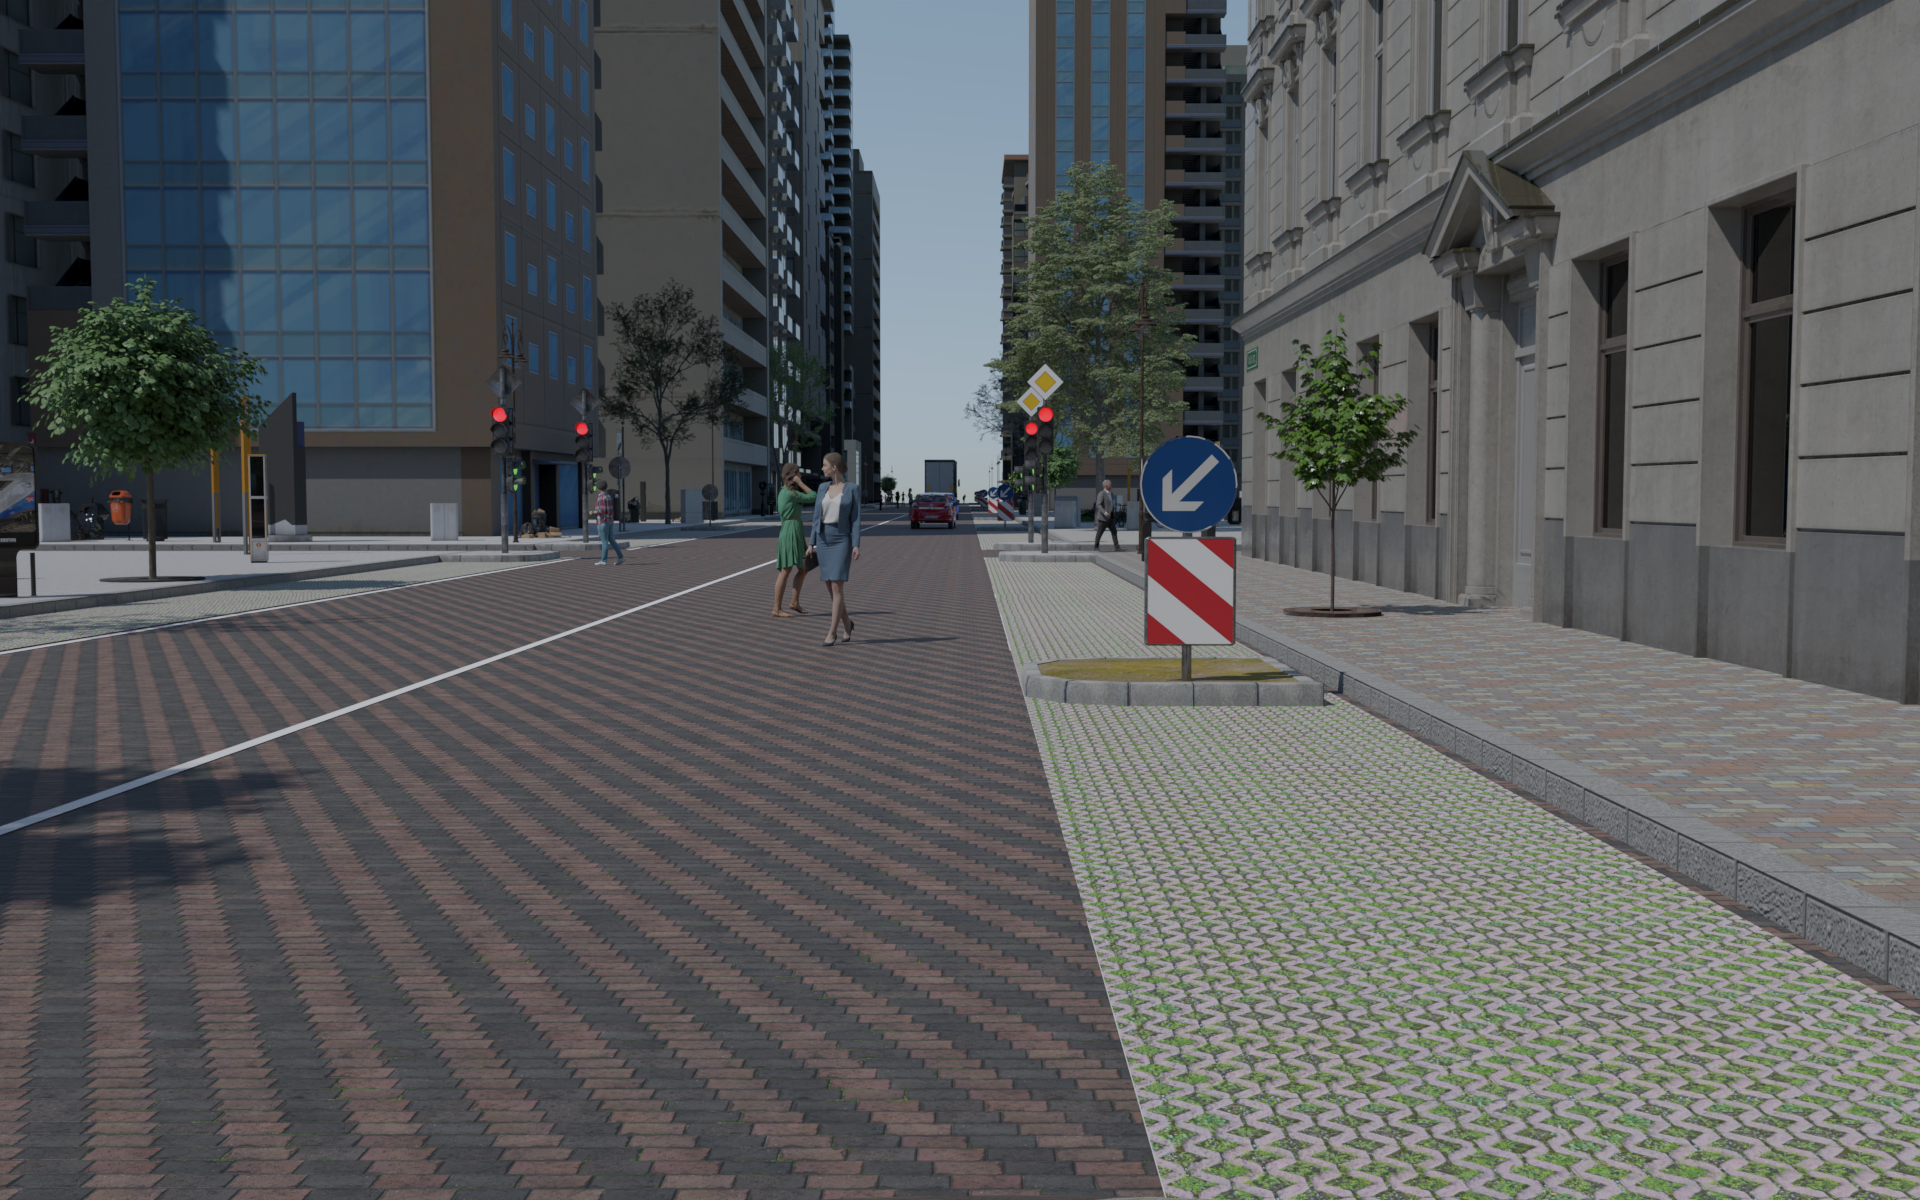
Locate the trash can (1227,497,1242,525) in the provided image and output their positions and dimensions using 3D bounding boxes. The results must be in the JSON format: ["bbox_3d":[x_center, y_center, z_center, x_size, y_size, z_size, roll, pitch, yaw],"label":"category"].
[{"bbox_3d":[11.572,-3.749,72.945,0.748,1.137,0.748,0,3,0],"label":"trash can"}]

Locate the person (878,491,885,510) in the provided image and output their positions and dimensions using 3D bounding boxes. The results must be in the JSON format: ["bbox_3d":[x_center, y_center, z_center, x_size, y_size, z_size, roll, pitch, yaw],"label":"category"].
[{"bbox_3d":[-6.977,-8.863,154.087,0.721,1.739,1.217,-2,4,-31],"label":"person"}]

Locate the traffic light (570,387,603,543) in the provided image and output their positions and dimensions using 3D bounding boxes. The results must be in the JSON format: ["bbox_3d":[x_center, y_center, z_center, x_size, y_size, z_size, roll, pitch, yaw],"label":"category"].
[{"bbox_3d":[-9.816,-3.455,45.414,0.839,4.253,0.868,0,4,0],"label":"traffic light"}]

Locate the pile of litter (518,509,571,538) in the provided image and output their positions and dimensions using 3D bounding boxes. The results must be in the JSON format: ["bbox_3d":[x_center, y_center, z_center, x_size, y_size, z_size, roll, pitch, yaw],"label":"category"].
[{"bbox_3d":[-12.197,-2.251,50.762,1.719,0.858,1.176,-2,4,-23],"label":"pile of litter"}]

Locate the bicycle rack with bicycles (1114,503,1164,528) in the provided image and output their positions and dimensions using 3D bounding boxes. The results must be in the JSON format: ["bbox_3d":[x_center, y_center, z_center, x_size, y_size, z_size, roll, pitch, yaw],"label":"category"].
[{"bbox_3d":[6.730,-3.225,66.106,2.852,0.926,2.925,3,5,45],"label":"bicycle rack with bicycles"}]

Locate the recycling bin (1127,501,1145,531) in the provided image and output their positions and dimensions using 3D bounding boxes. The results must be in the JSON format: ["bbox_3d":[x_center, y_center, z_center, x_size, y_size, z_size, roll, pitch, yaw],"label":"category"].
[{"bbox_3d":[6.282,-2.976,61.210,0.722,1.027,0.722,1,4,10],"label":"recycling bin"}]

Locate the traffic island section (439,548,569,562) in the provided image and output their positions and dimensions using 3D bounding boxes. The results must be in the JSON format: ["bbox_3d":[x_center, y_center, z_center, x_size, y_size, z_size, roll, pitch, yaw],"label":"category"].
[{"bbox_3d":[-9.883,-0.935,37.564,2.009,0.180,2.903,0,4,0],"label":"traffic island section"}]

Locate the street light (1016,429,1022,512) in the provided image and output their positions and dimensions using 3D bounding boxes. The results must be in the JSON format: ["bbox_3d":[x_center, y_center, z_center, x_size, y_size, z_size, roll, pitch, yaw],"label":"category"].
[{"bbox_3d":[4.221,-9.184,122.951,0.468,5.910,1.993,0,4,0],"label":"street light"}]

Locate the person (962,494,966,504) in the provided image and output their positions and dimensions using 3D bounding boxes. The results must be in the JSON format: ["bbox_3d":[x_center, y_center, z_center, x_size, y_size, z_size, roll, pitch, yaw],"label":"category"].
[{"bbox_3d":[0.618,-14.405,247.249,0.421,1.427,0.697,-2,4,-28],"label":"person"}]

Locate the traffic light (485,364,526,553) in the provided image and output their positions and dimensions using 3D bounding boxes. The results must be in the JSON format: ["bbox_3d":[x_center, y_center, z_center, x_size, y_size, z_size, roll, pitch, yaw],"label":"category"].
[{"bbox_3d":[-9.843,-2.967,37.429,0.839,4.253,0.868,0,4,0],"label":"traffic light"}]

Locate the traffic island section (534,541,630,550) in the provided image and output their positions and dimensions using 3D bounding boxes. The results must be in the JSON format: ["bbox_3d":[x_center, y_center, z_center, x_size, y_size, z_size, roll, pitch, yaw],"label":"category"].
[{"bbox_3d":[-9.856,-1.423,45.549,2.009,0.180,2.903,0,4,0],"label":"traffic island section"}]

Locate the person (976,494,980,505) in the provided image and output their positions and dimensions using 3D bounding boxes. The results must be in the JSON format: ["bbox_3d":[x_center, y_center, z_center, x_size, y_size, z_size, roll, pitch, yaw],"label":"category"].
[{"bbox_3d":[2.494,-13.181,224.561,0.990,1.755,0.434,2,4,29],"label":"person"}]

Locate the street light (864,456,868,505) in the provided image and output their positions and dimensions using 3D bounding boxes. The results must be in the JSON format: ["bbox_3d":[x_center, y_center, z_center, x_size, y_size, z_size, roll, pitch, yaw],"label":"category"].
[{"bbox_3d":[-11.173,-14.266,206.038,0.468,5.910,1.993,0,4,0],"label":"street light"}]

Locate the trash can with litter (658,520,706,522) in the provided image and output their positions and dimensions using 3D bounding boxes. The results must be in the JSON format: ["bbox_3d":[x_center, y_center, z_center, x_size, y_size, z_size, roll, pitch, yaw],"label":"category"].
[{"bbox_3d":[-12.775,-4.207,79.847,2.233,1.210,1.678,1,4,10],"label":"trash can with litter"}]

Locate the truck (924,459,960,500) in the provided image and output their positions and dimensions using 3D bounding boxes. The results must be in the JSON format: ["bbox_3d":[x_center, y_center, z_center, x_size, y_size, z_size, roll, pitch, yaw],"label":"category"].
[{"bbox_3d":[-1.526,-9.603,145.915,2.839,4.237,11.283,0,4,1],"label":"truck"}]

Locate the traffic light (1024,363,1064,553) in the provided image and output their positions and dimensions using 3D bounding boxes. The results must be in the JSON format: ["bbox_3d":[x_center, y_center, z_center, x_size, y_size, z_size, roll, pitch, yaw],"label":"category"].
[{"bbox_3d":[1.818,-2.965,37.405,0.839,4.253,0.868,0,4,0],"label":"traffic light"}]

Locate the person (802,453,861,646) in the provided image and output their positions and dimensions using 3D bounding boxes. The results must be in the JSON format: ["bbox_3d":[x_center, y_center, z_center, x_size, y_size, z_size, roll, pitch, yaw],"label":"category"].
[{"bbox_3d":[-1.148,-0.489,16.513,0.581,1.822,0.654,3,4,38],"label":"person"}]

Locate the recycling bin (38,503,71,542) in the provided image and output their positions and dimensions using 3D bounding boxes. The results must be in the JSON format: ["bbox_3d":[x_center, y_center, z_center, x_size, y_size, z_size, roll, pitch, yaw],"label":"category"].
[{"bbox_3d":[-24.337,-2.073,46.440,0.722,1.027,0.722,-3,5,-40],"label":"recycling bin"}]

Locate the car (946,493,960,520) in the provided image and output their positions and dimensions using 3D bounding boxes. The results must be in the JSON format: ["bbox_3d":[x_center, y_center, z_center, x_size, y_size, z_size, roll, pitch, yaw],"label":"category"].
[{"bbox_3d":[-0.952,-5.438,98.508,1.945,1.707,3.694,0,4,-2],"label":"car"}]

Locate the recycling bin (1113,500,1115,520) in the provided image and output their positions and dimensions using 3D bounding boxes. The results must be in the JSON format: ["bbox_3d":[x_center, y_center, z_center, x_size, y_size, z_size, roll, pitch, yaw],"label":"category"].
[{"bbox_3d":[6.306,-3.809,74.826,0.722,1.027,0.722,0,4,7],"label":"recycling bin"}]

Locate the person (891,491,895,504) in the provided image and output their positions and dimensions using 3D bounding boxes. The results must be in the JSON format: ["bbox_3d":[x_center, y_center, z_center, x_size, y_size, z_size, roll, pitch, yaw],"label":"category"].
[{"bbox_3d":[-9.189,-13.715,232.748,1.348,1.824,0.705,0,4,6],"label":"person"}]

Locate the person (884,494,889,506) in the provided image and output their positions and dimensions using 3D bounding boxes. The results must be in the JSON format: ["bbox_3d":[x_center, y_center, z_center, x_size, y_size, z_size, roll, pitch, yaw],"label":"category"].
[{"bbox_3d":[-8.828,-11.906,206.389,0.991,1.433,0.599,-3,4,-38],"label":"person"}]

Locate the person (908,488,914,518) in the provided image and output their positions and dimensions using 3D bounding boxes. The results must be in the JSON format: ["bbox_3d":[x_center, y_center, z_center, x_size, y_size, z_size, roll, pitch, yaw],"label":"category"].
[{"bbox_3d":[-2.793,-5.657,101.272,0.573,1.790,0.520,-2,4,-27],"label":"person"}]

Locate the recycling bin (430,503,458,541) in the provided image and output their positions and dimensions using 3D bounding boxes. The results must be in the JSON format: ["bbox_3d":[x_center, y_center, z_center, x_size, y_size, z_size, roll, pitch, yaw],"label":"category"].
[{"bbox_3d":[-14.235,-2.156,47.804,0.722,1.027,0.722,-1,4,-17],"label":"recycling bin"}]

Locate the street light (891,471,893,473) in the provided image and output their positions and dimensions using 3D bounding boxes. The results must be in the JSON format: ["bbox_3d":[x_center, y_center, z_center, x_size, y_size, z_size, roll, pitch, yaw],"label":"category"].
[{"bbox_3d":[-10.990,-18.783,279.885,0.468,5.910,1.993,0,4,0],"label":"street light"}]

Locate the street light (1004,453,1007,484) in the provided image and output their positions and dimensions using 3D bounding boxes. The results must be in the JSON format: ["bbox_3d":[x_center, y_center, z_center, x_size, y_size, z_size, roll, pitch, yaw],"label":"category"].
[{"bbox_3d":[4.238,-11.437,159.780,0.468,5.910,1.993,0,4,0],"label":"street light"}]

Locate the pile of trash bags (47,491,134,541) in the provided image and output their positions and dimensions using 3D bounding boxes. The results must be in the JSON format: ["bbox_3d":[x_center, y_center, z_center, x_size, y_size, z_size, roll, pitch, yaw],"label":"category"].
[{"bbox_3d":[-24.358,-2.341,48.028,3.447,1.369,1.912,1,4,18],"label":"pile of trash bags"}]

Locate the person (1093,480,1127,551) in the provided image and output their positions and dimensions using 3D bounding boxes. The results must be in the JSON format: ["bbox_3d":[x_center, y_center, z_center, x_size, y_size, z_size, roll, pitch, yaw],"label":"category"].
[{"bbox_3d":[3.653,-2.047,42.361,0.834,1.777,0.661,2,4,30],"label":"person"}]

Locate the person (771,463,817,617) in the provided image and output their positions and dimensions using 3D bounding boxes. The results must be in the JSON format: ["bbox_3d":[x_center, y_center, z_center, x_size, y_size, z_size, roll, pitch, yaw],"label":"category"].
[{"bbox_3d":[-1.987,-0.704,20.252,0.529,1.795,0.600,-2,4,-32],"label":"person"}]

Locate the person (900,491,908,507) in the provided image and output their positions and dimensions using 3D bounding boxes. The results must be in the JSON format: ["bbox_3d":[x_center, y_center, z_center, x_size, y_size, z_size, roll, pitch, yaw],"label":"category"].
[{"bbox_3d":[-6.466,-11.441,196.283,1.217,1.735,0.721,-1,4,-19],"label":"person"}]

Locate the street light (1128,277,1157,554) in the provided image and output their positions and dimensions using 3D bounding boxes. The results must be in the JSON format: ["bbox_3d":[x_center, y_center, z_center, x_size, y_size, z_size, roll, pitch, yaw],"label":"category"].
[{"bbox_3d":[3.884,-3.926,36.980,0.468,5.910,1.993,0,4,0],"label":"street light"}]

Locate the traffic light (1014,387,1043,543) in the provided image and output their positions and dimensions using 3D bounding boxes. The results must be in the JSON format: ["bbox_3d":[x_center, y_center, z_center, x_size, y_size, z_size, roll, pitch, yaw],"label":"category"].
[{"bbox_3d":[1.846,-3.454,45.390,0.839,4.253,0.868,0,4,0],"label":"traffic light"}]

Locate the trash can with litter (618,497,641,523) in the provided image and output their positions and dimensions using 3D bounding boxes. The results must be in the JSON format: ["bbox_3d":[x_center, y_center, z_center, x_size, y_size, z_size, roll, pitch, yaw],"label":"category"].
[{"bbox_3d":[-14.630,-3.989,76.601,1.055,1.170,0.624,2,4,24],"label":"trash can with litter"}]

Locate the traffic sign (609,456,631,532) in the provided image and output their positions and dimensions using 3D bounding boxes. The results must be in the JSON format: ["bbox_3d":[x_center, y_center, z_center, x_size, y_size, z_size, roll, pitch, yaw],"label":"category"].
[{"bbox_3d":[-11.502,-3.574,58.545,0.768,2.556,0.104,0,4,4],"label":"traffic sign"}]

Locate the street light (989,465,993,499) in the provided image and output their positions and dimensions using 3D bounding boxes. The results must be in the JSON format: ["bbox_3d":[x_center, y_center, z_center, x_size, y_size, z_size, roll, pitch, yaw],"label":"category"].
[{"bbox_3d":[4.762,-18.749,279.327,0.468,5.910,1.993,0,4,0],"label":"street light"}]

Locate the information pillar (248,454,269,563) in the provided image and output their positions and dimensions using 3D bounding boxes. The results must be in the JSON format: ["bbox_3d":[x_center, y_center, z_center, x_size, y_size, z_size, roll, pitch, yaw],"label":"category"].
[{"bbox_3d":[-13.068,-1.698,32.262,0.304,2.012,0.304,-1,4,-17],"label":"information pillar"}]

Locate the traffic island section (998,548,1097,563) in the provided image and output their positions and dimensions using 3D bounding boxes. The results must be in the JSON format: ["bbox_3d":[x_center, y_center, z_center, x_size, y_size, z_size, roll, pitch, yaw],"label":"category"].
[{"bbox_3d":[1.858,-0.932,37.518,2.009,0.180,2.903,0,4,0],"label":"traffic island section"}]

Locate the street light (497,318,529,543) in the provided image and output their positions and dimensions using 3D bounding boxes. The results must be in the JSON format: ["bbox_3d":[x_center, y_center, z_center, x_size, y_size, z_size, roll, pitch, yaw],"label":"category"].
[{"bbox_3d":[-11.756,-4.457,45.665,0.468,5.910,1.993,0,4,0],"label":"street light"}]

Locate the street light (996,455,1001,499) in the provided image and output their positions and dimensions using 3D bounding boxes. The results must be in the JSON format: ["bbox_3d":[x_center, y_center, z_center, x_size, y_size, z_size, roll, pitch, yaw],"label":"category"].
[{"bbox_3d":[4.462,-14.239,205.590,0.468,5.910,1.993,0,4,0],"label":"street light"}]

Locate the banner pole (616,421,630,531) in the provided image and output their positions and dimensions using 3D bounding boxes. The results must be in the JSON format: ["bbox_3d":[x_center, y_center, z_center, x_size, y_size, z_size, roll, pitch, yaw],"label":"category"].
[{"bbox_3d":[-11.583,-4.231,59.201,0.401,3.779,0.863,1,4,9],"label":"banner pole"}]

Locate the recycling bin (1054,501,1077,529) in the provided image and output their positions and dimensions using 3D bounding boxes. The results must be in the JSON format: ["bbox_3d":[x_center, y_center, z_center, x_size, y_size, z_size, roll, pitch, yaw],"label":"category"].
[{"bbox_3d":[3.935,-3.185,64.625,0.722,1.027,0.722,1,4,14],"label":"recycling bin"}]

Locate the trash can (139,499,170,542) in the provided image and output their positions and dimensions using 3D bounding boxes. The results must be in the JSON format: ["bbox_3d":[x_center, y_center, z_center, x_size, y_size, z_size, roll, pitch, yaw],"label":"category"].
[{"bbox_3d":[-21.802,-2.156,46.905,0.748,1.137,0.748,0,3,0],"label":"trash can"}]

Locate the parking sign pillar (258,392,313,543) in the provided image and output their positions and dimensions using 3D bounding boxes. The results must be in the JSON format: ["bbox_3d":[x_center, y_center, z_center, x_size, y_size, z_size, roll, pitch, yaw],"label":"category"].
[{"bbox_3d":[-18.168,-3.546,46.447,1.447,3.967,1.447,2,4,27],"label":"parking sign pillar"}]

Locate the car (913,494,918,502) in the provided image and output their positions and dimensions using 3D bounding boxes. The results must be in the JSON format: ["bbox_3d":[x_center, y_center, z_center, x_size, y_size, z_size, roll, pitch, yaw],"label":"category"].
[{"bbox_3d":[-4.930,-12.987,221.126,1.959,1.807,4.718,0,4,2],"label":"car"}]

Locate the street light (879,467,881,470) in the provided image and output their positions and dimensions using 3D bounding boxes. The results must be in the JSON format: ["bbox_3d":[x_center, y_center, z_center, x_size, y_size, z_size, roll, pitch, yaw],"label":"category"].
[{"bbox_3d":[-11.219,-16.519,242.868,0.468,5.910,1.993,0,4,0],"label":"street light"}]

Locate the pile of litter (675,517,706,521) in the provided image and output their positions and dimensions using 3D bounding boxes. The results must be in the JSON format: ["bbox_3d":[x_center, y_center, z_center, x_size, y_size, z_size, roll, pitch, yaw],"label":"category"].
[{"bbox_3d":[-13.071,-4.278,83.905,1.176,0.858,1.719,-3,5,-39],"label":"pile of litter"}]

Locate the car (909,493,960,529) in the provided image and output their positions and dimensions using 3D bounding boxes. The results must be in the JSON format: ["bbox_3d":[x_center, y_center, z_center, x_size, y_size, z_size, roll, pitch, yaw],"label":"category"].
[{"bbox_3d":[-1.099,-3.897,72.754,2.155,1.783,4.494,0,4,2],"label":"car"}]

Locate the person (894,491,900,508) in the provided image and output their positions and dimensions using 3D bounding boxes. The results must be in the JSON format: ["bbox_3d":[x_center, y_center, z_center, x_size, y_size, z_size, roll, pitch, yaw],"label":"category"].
[{"bbox_3d":[-6.545,-10.454,179.936,0.721,1.766,1.217,-2,4,-32],"label":"person"}]

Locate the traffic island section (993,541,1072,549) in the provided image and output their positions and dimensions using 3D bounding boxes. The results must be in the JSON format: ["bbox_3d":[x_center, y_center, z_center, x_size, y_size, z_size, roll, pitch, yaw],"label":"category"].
[{"bbox_3d":[1.886,-1.420,45.503,2.009,0.180,2.903,0,4,0],"label":"traffic island section"}]

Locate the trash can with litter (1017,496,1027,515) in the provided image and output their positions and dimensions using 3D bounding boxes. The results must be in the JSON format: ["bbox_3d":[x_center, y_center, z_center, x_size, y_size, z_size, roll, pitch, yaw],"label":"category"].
[{"bbox_3d":[3.812,-5.811,106.391,0.624,1.170,1.055,0,4,2],"label":"trash can with litter"}]

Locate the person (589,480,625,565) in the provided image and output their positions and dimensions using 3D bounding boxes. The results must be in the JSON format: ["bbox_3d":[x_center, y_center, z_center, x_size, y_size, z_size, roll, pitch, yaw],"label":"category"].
[{"bbox_3d":[-7.116,-1.563,34.895,0.643,1.720,0.563,1,4,11],"label":"person"}]

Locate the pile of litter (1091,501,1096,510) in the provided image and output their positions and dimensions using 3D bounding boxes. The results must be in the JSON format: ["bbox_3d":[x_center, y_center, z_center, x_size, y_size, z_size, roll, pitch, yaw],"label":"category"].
[{"bbox_3d":[8.996,-5.926,110.848,1.176,0.858,1.719,3,4,37],"label":"pile of litter"}]

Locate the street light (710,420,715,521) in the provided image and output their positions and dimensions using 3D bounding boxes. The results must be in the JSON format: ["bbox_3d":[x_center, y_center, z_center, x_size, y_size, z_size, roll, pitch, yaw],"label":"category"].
[{"bbox_3d":[-11.780,-6.710,82.494,0.468,5.910,1.993,0,4,0],"label":"street light"}]

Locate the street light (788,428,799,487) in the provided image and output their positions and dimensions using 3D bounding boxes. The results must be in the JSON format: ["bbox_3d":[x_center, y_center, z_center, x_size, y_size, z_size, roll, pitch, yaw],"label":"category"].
[{"bbox_3d":[-11.615,-8.962,119.323,0.468,5.910,1.993,0,4,0],"label":"street light"}]
